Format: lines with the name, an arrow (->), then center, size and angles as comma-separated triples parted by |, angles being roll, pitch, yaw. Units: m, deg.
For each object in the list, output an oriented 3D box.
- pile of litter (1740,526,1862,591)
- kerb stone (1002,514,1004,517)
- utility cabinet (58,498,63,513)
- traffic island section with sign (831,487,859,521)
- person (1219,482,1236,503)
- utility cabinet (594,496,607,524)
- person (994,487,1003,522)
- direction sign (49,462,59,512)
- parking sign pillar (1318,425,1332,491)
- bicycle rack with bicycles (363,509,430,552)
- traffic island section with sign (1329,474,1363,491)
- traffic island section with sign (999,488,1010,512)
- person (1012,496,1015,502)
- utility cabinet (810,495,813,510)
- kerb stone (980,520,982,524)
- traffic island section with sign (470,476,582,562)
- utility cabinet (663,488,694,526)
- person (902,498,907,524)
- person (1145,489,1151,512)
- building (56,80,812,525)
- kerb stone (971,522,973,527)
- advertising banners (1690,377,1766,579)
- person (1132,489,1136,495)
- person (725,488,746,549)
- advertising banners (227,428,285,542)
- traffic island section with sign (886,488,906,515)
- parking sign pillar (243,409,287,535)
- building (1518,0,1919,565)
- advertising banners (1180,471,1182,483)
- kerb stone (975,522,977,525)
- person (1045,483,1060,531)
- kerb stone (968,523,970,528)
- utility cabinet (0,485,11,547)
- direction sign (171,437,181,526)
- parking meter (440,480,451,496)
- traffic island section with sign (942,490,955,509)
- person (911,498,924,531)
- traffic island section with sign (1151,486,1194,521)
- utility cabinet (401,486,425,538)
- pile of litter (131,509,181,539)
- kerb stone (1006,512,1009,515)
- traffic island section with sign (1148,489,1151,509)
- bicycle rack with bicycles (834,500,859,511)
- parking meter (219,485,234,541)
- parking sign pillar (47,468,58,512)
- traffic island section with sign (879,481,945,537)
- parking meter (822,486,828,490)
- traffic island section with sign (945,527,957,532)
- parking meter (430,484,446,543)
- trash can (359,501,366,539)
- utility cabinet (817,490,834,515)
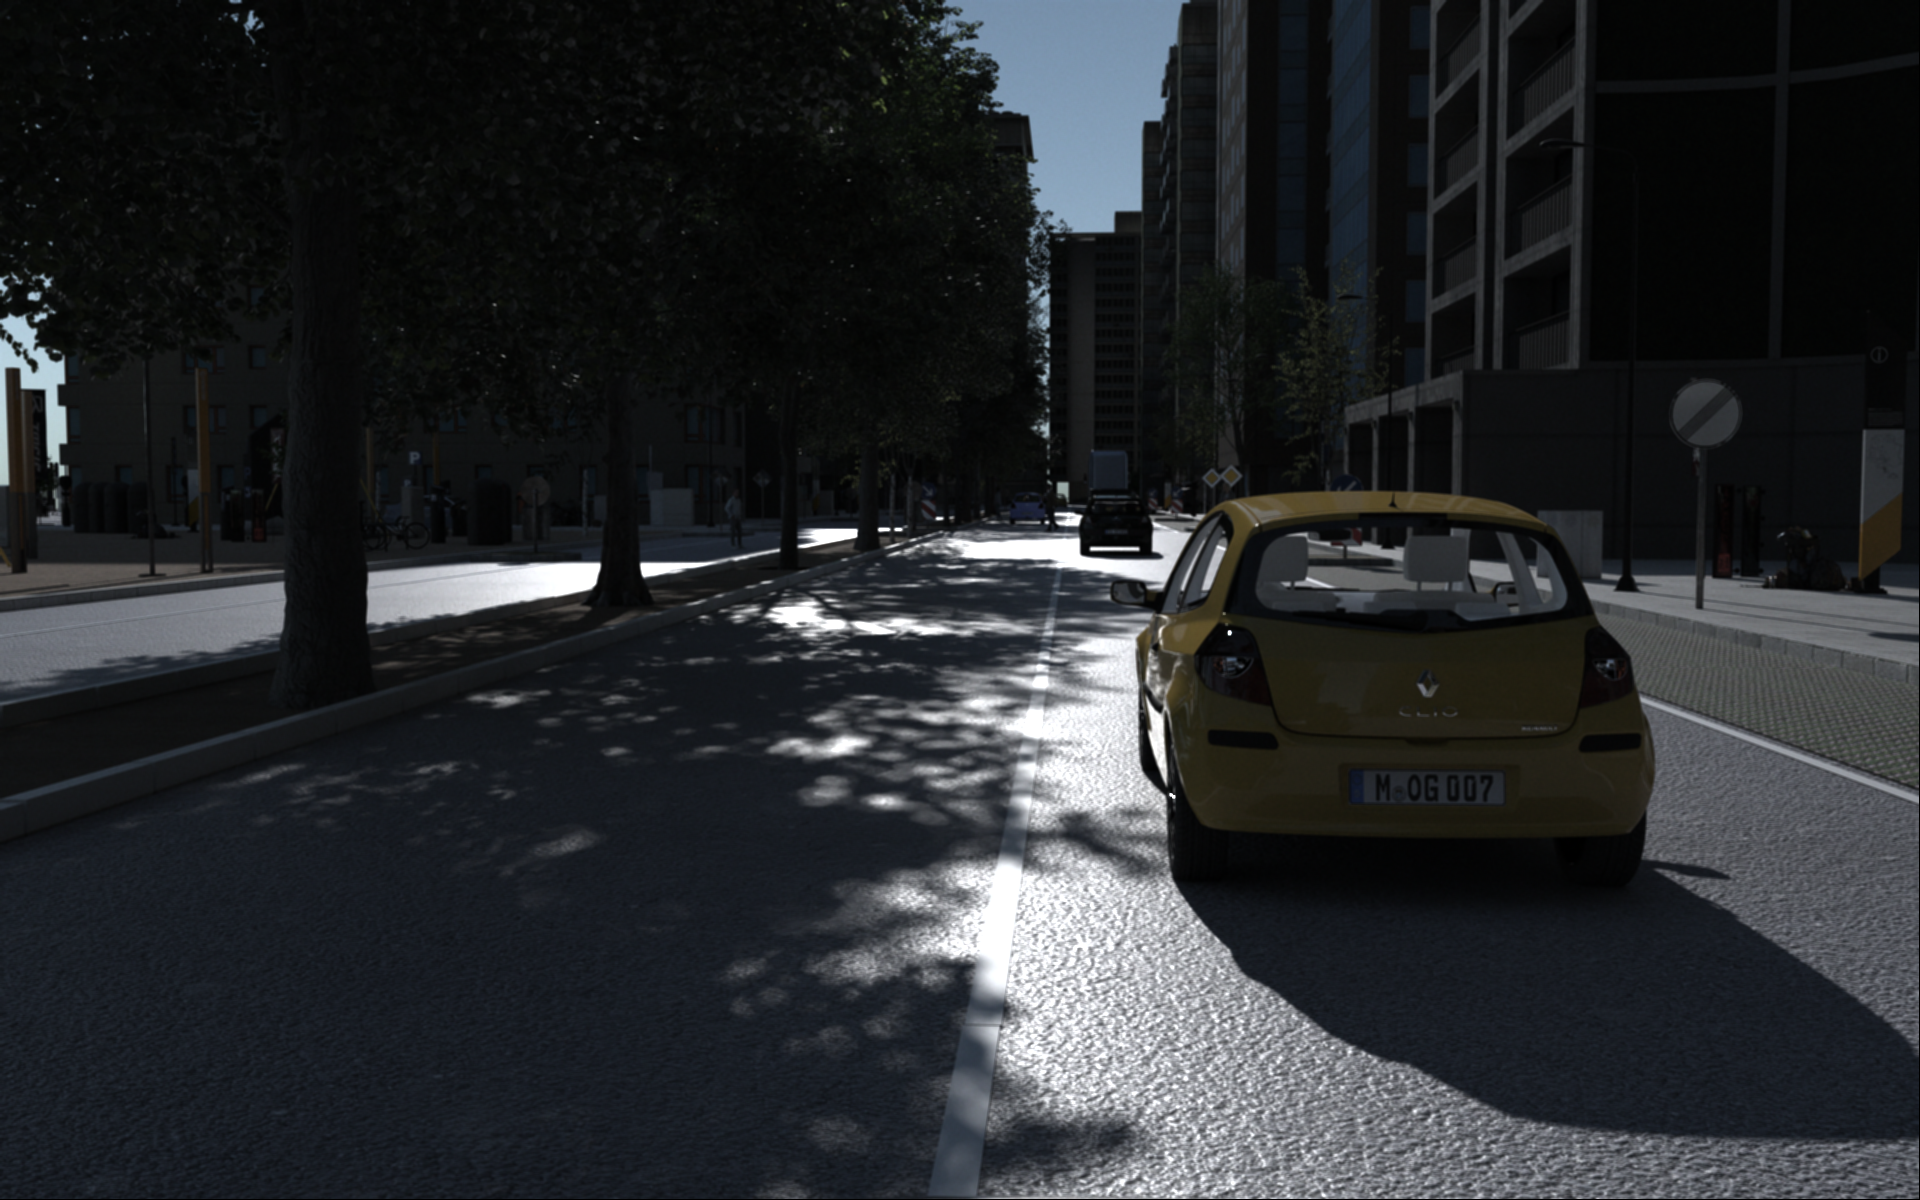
pile of litter -> 11.515, -0.584, 23.506 | 1.176, 0.858, 1.719 | -1, 4, -22
kerb stone -> 2.466, -5.153, 106.499 | 0.120, 0.150, 1.000 | 0, 4, 4
utility cabinet -> -62.371, -6.672, 120.243 | 0.306, 1.237, 1.020 | -3, 5, -40
traffic island section with sign -> -5.739, -5.076, 91.617 | 1.989, 1.847, 2.006 | 0, 4, 4
person -> 8.421, -2.810, 54.629 | 0.537, 1.800, 0.526 | 2, 4, 32
utility cabinet -> -14.556, -3.684, 71.396 | 1.020, 1.237, 0.306 | 0, 4, -7
person -> 2.006, -5.001, 90.527 | 0.793, 1.790, 0.793 | -3, 4, -38
direction sign -> -64.966, -8.090, 124.275 | 0.379, 3.537, 0.876 | 1, 4, 11
parking sign pillar -> 14.437, -4.899, 68.567 | 1.447, 3.967, 1.447 | 1, 4, 17
bicycle rack with bicycles -> -13.804, -1.585, 39.301 | 2.925, 0.926, 2.852 | 0, 4, -2
traffic island section with sign -> 7.604, -1.621, 35.128 | 1.989, 1.847, 2.006 | 0, 4, 4
traffic island section with sign -> 3.677, -8.145, 141.304 | 2.006, 1.907, 1.989 | 0, 4, 4
person -> 3.251, -5.676, 105.586 | 0.425, 1.301, 0.394 | -2, 4, -30
utility cabinet -> -11.667, -7.906, 140.420 | 1.020, 1.237, 0.306 | 1, 4, 10
kerb stone -> 0.809, -3.585, 80.936 | 0.120, 0.150, 1.000 | 0, 4, 4
traffic island section with sign -> -9.262, -1.753, 37.291 | 1.989, 1.847, 2.006 | 0, 4, 4
utility cabinet -> -11.091, -3.649, 68.347 | 1.173, 1.500, 0.318 | 1, 4, 12
person -> -2.472, -4.512, 82.470 | 0.583, 1.804, 0.606 | -1, 4, -9
person -> 14.623, -7.688, 134.113 | 0.656, 1.842, 0.836 | 0, 4, 0
building -> -23.323, -14.751, 86.212 | 27.650, 21.520, 28.899 | 0, 4, 4
kerb stone -> 0.346, -3.154, 73.761 | 0.120, 0.150, 1.000 | 0, 4, 4
advertising banners -> 11.699, -1.851, 26.447 | 2.074, 3.025, 0.090 | -2, 4, -35
person -> 13.909, -7.929, 137.981 | 0.795, 1.843, 0.661 | 3, 5, 40
person -> -5.847, -2.126, 45.066 | 0.330, 1.601, 0.589 | 3, 5, 42
advertising banners -> -18.699, -3.051, 46.074 | 2.074, 3.025, 0.090 | 2, 4, 23
traffic island section with sign -> -3.981, -6.729, 118.654 | 1.989, 1.847, 2.006 | 0, 4, 4
parking sign pillar -> -21.748, -4.024, 54.257 | 1.447, 3.967, 1.447 | 2, 4, 33
building -> 20.345, -36.555, 35.924 | 20.563, 71.187, 20.611 | 0, 4, 4
advertising banners -> 16.645, -8.144, 129.350 | 0.090, 3.025, 2.074 | 1, 4, 21
kerb stone -> 0.542, -3.343, 76.846 | 0.120, 0.150, 1.000 | 0, 4, 4
person -> 3.513, -3.570, 66.773 | 0.836, 1.842, 0.656 | -3, 5, -44
kerb stone -> 0.208, -3.029, 71.716 | 0.120, 0.150, 1.000 | 0, 4, 4
utility cabinet -> -23.107, -2.016, 41.636 | 1.173, 1.500, 0.318 | 2, 4, 32
direction sign -> -31.457, -4.732, 69.358 | 0.379, 3.537, 0.876 | -2, 4, -34
parking meter -> -21.157, -4.005, 71.196 | 0.255, 1.863, 0.399 | 2, 4, 30
traffic island section with sign -> -0.717, -9.802, 168.895 | 1.989, 1.847, 2.006 | 0, 4, 4
person -> -1.662, -3.389, 64.395 | 0.515, 1.767, 0.782 | -1, 4, -20
traffic island section with sign -> 11.240, -5.038, 90.992 | 1.989, 1.847, 2.006 | 0, 4, 4
utility cabinet -> -15.819, -2.535, 50.132 | 0.318, 1.500, 1.173 | 0, 4, 0
pile of litter -> -23.329, -2.210, 50.095 | 1.719, 0.858, 1.176 | 2, 4, 30
kerb stone -> 2.987, -5.657, 114.691 | 0.120, 0.150, 1.000 | 0, 4, 4
traffic island section with sign -> 12.980, -6.683, 117.891 | 1.989, 1.847, 2.006 | 0, 4, 4
bicycle rack with bicycles -> -8.217, -7.248, 131.882 | 2.852, 0.926, 2.925 | 3, 4, 38
parking meter -> -20.290, -2.419, 47.963 | 0.372, 1.533, 0.369 | 0, 3, 0
parking sign pillar -> -66.190, -8.372, 125.347 | 1.447, 3.967, 1.447 | 0, 4, 0
traffic island section with sign -> -1.668, -3.107, 58.931 | 2.006, 1.907, 1.989 | 0, 4, 4
parking meter -> -9.257, -6.897, 118.478 | 0.399, 1.863, 0.255 | -3, 4, -37
traffic island section with sign -> -1.178, -3.559, 66.322 | 2.006, 1.907, 1.989 | 0, 4, 4
parking meter -> -13.611, -2.246, 45.139 | 0.372, 1.533, 0.369 | 0, 3, 0
trash can -> -13.077, -1.551, 37.009 | 0.748, 1.137, 0.748 | 0, 3, 0
utility cabinet -> -8.083, -5.778, 103.157 | 1.173, 1.500, 0.318 | 2, 4, 28
